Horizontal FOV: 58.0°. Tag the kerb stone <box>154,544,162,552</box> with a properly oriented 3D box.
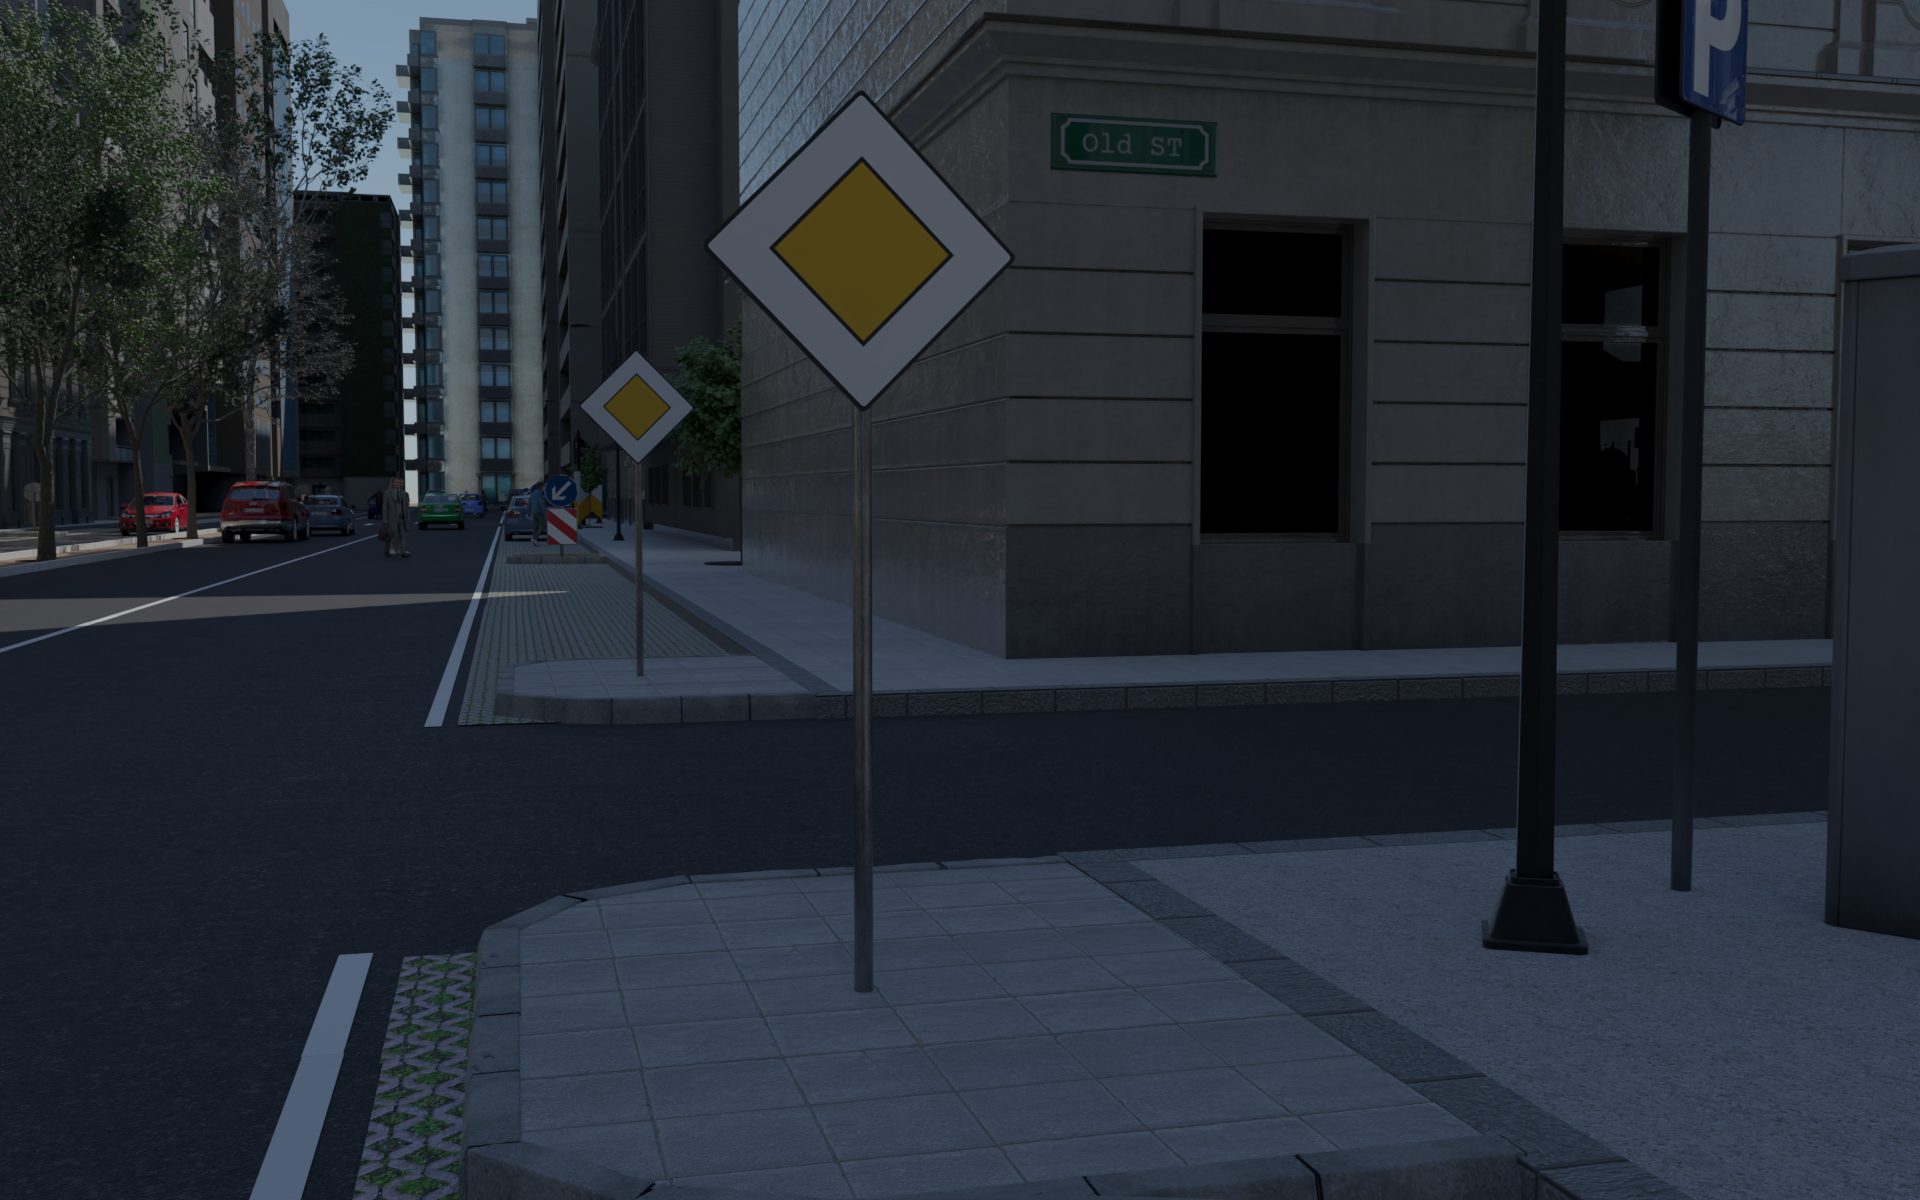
[{"bbox_3d":[-19.882,-1.250,42.631,0.120,0.150,1.000,-1,4,-14],"label":"kerb stone"}]

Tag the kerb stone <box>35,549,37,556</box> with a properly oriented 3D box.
[{"bbox_3d":[-21.397,-1.096,40.120,0.120,0.150,1.000,-1,4,-14],"label":"kerb stone"}]

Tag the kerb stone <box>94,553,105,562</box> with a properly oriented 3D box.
[{"bbox_3d":[-18.333,-0.883,36.677,0.120,0.150,1.000,-1,4,-14],"label":"kerb stone"}]

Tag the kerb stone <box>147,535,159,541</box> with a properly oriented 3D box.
[{"bbox_3d":[-24.741,-1.883,53.001,0.120,0.150,1.000,-1,4,-14],"label":"kerb stone"}]

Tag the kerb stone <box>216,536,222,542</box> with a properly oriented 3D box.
[{"bbox_3d":[-22.197,-1.791,51.566,0.120,0.150,1.000,-1,4,-14],"label":"kerb stone"}]

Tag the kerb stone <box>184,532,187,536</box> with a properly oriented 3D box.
[{"bbox_3d":[-26.042,-2.188,57.973,0.120,0.150,1.000,-1,4,-14],"label":"kerb stone"}]

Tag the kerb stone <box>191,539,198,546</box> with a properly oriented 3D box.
[{"bbox_3d":[-21.168,-1.552,47.605,0.120,0.150,1.000,-1,4,-14],"label":"kerb stone"}]

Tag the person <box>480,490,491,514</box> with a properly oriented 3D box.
[{"bbox_3d":[-34.390,-7.096,125.239,0.721,1.735,1.217,2,4,33],"label":"person"}]

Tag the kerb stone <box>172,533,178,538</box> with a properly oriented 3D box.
[{"bbox_3d":[-25.518,-2.067,55.989,0.120,0.150,1.000,-1,4,-14],"label":"kerb stone"}]

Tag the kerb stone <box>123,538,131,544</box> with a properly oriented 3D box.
[{"bbox_3d":[-23.712,-1.642,49.042,0.120,0.150,1.000,-1,4,-14],"label":"kerb stone"}]

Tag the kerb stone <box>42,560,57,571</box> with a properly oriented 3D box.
[{"bbox_3d":[-17.305,-0.643,32.709,0.120,0.150,1.000,-1,4,-14],"label":"kerb stone"}]

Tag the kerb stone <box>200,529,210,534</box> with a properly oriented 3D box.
[{"bbox_3d":[-27.068,-2.425,61.945,0.120,0.150,1.000,-1,4,-14],"label":"kerb stone"}]

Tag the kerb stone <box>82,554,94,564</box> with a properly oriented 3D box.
[{"bbox_3d":[-18.077,-0.825,35.677,0.120,0.150,1.000,-1,4,-14],"label":"kerb stone"}]

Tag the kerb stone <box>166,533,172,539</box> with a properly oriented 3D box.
[{"bbox_3d":[-25.259,-2.006,54.993,0.120,0.150,1.000,-1,4,-14],"label":"kerb stone"}]

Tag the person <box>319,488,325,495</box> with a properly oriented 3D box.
[{"bbox_3d":[-33.753,-5.054,91.795,0.551,1.740,0.621,-2,4,-23],"label":"person"}]

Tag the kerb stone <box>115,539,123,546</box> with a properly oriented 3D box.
[{"bbox_3d":[-23.456,-1.581,48.052,0.120,0.150,1.000,-1,4,-14],"label":"kerb stone"}]

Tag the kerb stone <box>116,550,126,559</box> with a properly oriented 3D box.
[{"bbox_3d":[-18.851,-1.004,38.662,0.120,0.150,1.000,-1,4,-14],"label":"kerb stone"}]

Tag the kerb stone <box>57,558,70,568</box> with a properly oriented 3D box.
[{"bbox_3d":[-17.565,-0.704,33.698,0.120,0.150,1.000,-1,4,-14],"label":"kerb stone"}]

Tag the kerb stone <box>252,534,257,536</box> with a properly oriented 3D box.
[{"bbox_3d":[-24.267,-2.278,59.500,0.120,0.150,1.000,-1,4,-14],"label":"kerb stone"}]

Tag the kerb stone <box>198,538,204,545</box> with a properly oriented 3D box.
[{"bbox_3d":[-21.431,-1.615,48.593,0.120,0.150,1.000,-1,4,-14],"label":"kerb stone"}]

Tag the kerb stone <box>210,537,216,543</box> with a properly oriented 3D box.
[{"bbox_3d":[-21.940,-1.736,50.576,0.120,0.150,1.000,-1,4,-14],"label":"kerb stone"}]

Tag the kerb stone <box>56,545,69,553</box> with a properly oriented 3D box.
[{"bbox_3d":[-21.915,-1.217,42.098,0.120,0.150,1.000,-1,4,-14],"label":"kerb stone"}]

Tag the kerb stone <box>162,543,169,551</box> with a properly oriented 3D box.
[{"bbox_3d":[-20.147,-1.311,43.629,0.120,0.150,1.000,-1,4,-14],"label":"kerb stone"}]

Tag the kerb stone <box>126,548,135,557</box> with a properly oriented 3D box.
[{"bbox_3d":[-19.115,-1.068,39.654,0.120,0.150,1.000,-1,4,-14],"label":"kerb stone"}]

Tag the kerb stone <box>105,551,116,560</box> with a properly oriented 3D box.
[{"bbox_3d":[-18.590,-0.944,37.667,0.120,0.150,1.000,-1,4,-14],"label":"kerb stone"}]

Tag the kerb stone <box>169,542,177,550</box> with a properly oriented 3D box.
[{"bbox_3d":[-20.406,-1.371,44.618,0.120,0.150,1.000,-1,4,-14],"label":"kerb stone"}]

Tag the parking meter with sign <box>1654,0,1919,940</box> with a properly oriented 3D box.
[{"bbox_3d":[2.942,-0.532,4.963,1.738,3.016,0.543,3,5,43],"label":"parking meter with sign"}]

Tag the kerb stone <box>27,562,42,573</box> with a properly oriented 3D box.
[{"bbox_3d":[-17.053,-0.582,31.718,0.120,0.150,1.000,-1,4,-14],"label":"kerb stone"}]

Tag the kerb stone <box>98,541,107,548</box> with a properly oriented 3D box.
[{"bbox_3d":[-22.943,-1.453,46.073,0.120,0.150,1.000,-1,4,-14],"label":"kerb stone"}]

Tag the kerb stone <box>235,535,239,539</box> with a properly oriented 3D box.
[{"bbox_3d":[-23.492,-2.100,56.532,0.120,0.150,1.000,-1,4,-14],"label":"kerb stone"}]

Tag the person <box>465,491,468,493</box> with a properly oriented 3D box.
[{"bbox_3d":[-44.435,-8.947,155.576,0.721,1.735,1.217,1,4,12],"label":"person"}]

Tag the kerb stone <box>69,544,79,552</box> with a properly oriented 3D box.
[{"bbox_3d":[-22.173,-1.276,43.095,0.120,0.150,1.000,-1,4,-14],"label":"kerb stone"}]

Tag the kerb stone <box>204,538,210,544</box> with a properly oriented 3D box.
[{"bbox_3d":[-21.690,-1.675,49.583,0.120,0.150,1.000,-1,4,-14],"label":"kerb stone"}]

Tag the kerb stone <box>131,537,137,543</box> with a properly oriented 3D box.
[{"bbox_3d":[-23.974,-1.702,50.031,0.120,0.150,1.000,-1,4,-14],"label":"kerb stone"}]

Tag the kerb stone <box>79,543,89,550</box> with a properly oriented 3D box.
[{"bbox_3d":[-22.431,-1.339,44.085,0.120,0.150,1.000,-1,4,-14],"label":"kerb stone"}]

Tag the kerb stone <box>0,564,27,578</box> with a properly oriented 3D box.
[{"bbox_3d":[-16.796,-0.522,30.725,0.120,0.150,1.000,-1,4,-14],"label":"kerb stone"}]

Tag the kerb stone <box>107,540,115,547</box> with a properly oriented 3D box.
[{"bbox_3d":[-23.201,-1.521,47.062,0.120,0.150,1.000,-1,4,-14],"label":"kerb stone"}]

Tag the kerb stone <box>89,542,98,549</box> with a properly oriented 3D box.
[{"bbox_3d":[-22.688,-1.391,45.075,0.120,0.150,1.000,-1,4,-14],"label":"kerb stone"}]

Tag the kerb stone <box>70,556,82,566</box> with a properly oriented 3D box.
[{"bbox_3d":[-17.829,-0.764,34.685,0.120,0.150,1.000,-1,4,-14],"label":"kerb stone"}]

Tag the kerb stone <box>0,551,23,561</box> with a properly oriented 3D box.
[{"bbox_3d":[-20.890,-0.972,38.138,0.120,0.150,1.000,-1,4,-14],"label":"kerb stone"}]

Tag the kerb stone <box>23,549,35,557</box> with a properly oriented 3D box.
[{"bbox_3d":[-21.147,-1.036,39.128,0.120,0.150,1.000,-1,4,-14],"label":"kerb stone"}]

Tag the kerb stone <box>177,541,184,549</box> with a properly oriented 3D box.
[{"bbox_3d":[-20.665,-1.432,45.623,0.120,0.150,1.000,-1,4,-14],"label":"kerb stone"}]

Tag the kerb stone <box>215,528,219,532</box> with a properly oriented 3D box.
[{"bbox_3d":[-27.578,-2.552,63.927,0.120,0.150,1.000,-1,4,-14],"label":"kerb stone"}]

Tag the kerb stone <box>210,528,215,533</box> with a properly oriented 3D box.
[{"bbox_3d":[-27.318,-2.492,62.936,0.120,0.150,1.000,-1,4,-14],"label":"kerb stone"}]

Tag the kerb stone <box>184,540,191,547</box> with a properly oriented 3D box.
[{"bbox_3d":[-20.910,-1.490,46.616,0.120,0.150,1.000,-1,4,-14],"label":"kerb stone"}]

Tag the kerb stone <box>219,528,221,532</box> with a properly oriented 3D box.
[{"bbox_3d":[-27.830,-2.614,64.929,0.120,0.150,1.000,-1,4,-14],"label":"kerb stone"}]

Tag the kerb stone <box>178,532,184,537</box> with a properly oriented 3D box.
[{"bbox_3d":[-25.776,-2.125,56.978,0.120,0.150,1.000,-1,4,-14],"label":"kerb stone"}]

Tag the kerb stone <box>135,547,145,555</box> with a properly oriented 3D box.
[{"bbox_3d":[-19.366,-1.128,40.645,0.120,0.150,1.000,-1,4,-14],"label":"kerb stone"}]

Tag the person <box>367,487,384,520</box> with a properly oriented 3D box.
[{"bbox_3d":[-32.060,-5.328,95.640,1.348,1.821,0.705,-1,4,-23],"label":"person"}]

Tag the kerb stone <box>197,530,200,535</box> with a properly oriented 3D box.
[{"bbox_3d":[-26.548,-2.310,59.963,0.120,0.150,1.000,-1,4,-14],"label":"kerb stone"}]

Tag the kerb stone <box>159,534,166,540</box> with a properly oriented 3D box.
[{"bbox_3d":[-25.002,-1.943,53.990,0.120,0.150,1.000,-1,4,-14],"label":"kerb stone"}]

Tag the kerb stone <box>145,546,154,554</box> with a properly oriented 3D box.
[{"bbox_3d":[-19.617,-1.189,41.644,0.120,0.150,1.000,-1,4,-14],"label":"kerb stone"}]
